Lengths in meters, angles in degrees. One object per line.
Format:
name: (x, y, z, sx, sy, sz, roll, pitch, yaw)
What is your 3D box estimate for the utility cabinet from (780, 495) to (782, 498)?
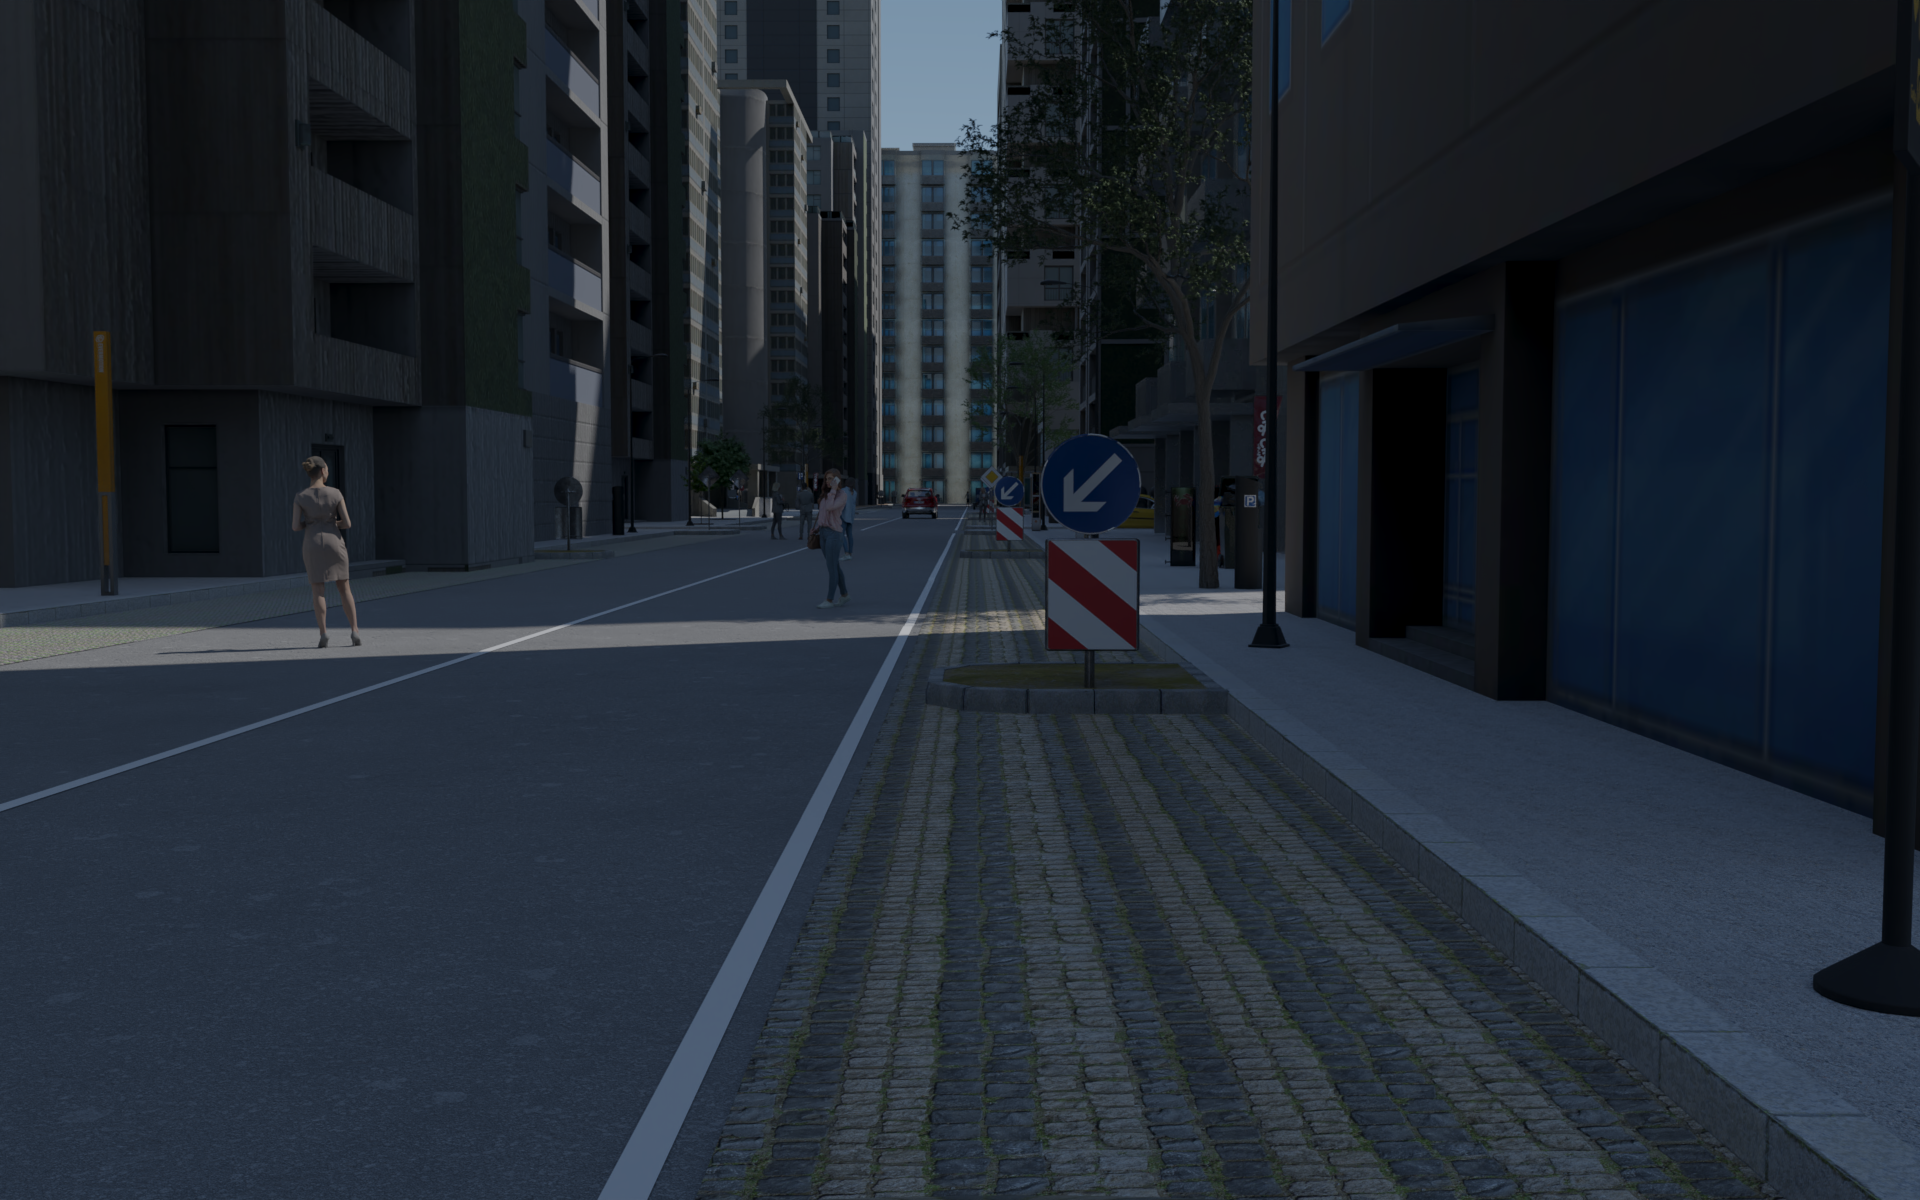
utility cabinet: (-15.294, -8.110, 143.766, 1.020, 1.237, 0.306, 1, 4, 14)

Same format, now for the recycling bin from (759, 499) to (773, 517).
recycling bin: (-10.848, -5.199, 97.553, 0.722, 1.027, 0.722, 1, 4, 21)

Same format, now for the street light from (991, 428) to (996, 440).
street light: (3.082, -9.092, 121.192, 1.470, 5.913, 1.316, 0, 4, 0)

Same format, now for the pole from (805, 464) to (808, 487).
pole: (-10.413, -7.568, 117.582, 0.158, 3.312, 0.155, 0, 3, 0)

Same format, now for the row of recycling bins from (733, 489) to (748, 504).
row of recycling bins: (-16.571, -7.627, 131.813, 3.534, 1.692, 1.069, 0, 4, 7)

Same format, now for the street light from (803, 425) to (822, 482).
street light: (-9.997, -8.817, 116.700, 1.470, 5.913, 1.316, 0, 4, 0)

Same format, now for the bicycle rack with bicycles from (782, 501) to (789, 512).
bicycle rack with bicycles: (-13.567, -6.905, 126.279, 2.852, 0.926, 2.925, 3, 5, 41)

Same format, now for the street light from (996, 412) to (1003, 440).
street light: (2.935, -7.667, 97.904, 1.470, 5.913, 1.316, 0, 4, 0)

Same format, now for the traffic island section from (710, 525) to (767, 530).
traffic island section: (-8.872, -2.891, 69.546, 2.009, 0.180, 2.903, 0, 4, 0)

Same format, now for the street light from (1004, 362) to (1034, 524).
street light: (2.402, -5.408, 60.957, 1.470, 5.913, 1.316, 0, 4, 0)

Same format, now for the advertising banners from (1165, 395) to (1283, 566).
advertising banners: (4.675, -2.109, 30.671, 2.074, 3.025, 0.090, 0, 4, -3)

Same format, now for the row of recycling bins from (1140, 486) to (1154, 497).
row of recycling bins: (8.057, -4.578, 81.963, 3.534, 1.692, 1.069, 0, 4, -4)

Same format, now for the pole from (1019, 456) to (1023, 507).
pole: (3.256, -6.021, 92.288, 0.158, 3.312, 0.155, 0, 3, 0)

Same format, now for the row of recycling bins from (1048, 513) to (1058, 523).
row of recycling bins: (5.651, -4.217, 76.069, 3.534, 1.692, 1.069, 0, 4, -1)

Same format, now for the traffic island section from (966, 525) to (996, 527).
traffic island section: (1.219, -2.886, 69.460, 2.009, 0.180, 2.903, 0, 4, 0)

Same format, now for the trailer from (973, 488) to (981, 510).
trailer: (1.946, -9.340, 159.753, 1.471, 1.999, 3.904, 0, 4, 2)

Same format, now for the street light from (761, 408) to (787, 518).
street light: (-10.032, -7.393, 93.411, 1.470, 5.913, 1.316, 0, 4, 0)

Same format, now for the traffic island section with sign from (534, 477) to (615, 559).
traffic island section with sign: (-8.795, -1.834, 38.606, 1.989, 1.847, 2.006, 0, 4, 0)

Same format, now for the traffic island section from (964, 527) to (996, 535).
traffic island section: (1.155, -2.397, 61.475, 2.009, 0.180, 2.903, 0, 4, 0)

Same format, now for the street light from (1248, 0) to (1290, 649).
street light: (2.054, -2.559, 14.382, 1.470, 5.913, 1.316, 0, 4, 0)

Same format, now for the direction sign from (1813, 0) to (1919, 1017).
direction sign: (2.389, -0.754, 4.320, 0.379, 3.537, 0.876, 2, 4, 35)

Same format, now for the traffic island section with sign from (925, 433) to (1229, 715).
traffic island section with sign: (0.761, -0.215, 12.151, 1.989, 1.847, 2.006, 0, 4, 0)

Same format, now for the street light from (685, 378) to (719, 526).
street light: (-10.346, -5.937, 69.616, 1.470, 5.913, 1.316, 0, 4, 0)

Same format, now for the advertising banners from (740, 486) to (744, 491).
advertising banners: (-16.161, -8.383, 133.250, 2.074, 3.025, 0.090, -2, 4, -32)

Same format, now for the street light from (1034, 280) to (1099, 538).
street light: (2.435, -3.983, 37.668, 1.470, 5.913, 1.316, 0, 4, 0)

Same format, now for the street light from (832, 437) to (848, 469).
street light: (-9.731, -10.241, 139.987, 1.470, 5.913, 1.316, 0, 4, 0)

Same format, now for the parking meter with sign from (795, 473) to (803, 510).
parking meter with sign: (-13.054, -8.855, 141.046, 0.543, 3.016, 1.738, 0, 4, 5)

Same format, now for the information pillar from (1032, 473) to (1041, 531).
information pillar: (2.644, -3.391, 59.942, 0.304, 2.012, 0.304, 0, 4, 8)

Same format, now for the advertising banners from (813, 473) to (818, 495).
advertising banners: (-12.457, -8.951, 142.540, 2.074, 3.025, 0.090, 2, 4, 34)

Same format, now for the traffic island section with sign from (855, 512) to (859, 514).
traffic island section with sign: (-8.134, -6.914, 121.667, 1.989, 1.847, 2.006, 0, 4, 0)

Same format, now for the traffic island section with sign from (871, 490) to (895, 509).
traffic island section with sign: (-7.732, -9.953, 171.362, 1.989, 1.847, 2.006, 0, 4, 0)

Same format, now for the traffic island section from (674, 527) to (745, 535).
traffic island section: (-8.936, -2.402, 61.561, 2.009, 0.180, 2.903, 0, 4, 0)

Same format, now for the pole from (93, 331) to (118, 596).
pole: (-10.763, -1.711, 21.823, 0.158, 3.312, 0.155, 0, 3, 0)

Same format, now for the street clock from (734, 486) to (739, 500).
street clock: (-16.515, -7.548, 127.972, 0.358, 2.002, 0.471, 1, 4, 11)

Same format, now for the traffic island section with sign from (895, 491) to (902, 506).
traffic island section with sign: (-7.501, -11.662, 199.304, 1.989, 1.847, 2.006, 0, 4, 0)

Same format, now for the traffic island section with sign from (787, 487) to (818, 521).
traffic island section with sign: (-8.346, -5.230, 94.146, 1.989, 1.847, 2.006, 0, 4, 0)

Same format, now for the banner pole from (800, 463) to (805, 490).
banner pole: (-12.619, -9.152, 139.645, 0.863, 3.779, 0.401, 0, 4, 3)

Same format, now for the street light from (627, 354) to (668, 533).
street light: (-10.374, -5.196, 57.500, 1.470, 5.913, 1.316, 0, 4, 0)

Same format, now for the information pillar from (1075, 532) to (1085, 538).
information pillar: (3.127, -2.403, 43.776, 0.304, 2.012, 0.304, 3, 5, 44)
